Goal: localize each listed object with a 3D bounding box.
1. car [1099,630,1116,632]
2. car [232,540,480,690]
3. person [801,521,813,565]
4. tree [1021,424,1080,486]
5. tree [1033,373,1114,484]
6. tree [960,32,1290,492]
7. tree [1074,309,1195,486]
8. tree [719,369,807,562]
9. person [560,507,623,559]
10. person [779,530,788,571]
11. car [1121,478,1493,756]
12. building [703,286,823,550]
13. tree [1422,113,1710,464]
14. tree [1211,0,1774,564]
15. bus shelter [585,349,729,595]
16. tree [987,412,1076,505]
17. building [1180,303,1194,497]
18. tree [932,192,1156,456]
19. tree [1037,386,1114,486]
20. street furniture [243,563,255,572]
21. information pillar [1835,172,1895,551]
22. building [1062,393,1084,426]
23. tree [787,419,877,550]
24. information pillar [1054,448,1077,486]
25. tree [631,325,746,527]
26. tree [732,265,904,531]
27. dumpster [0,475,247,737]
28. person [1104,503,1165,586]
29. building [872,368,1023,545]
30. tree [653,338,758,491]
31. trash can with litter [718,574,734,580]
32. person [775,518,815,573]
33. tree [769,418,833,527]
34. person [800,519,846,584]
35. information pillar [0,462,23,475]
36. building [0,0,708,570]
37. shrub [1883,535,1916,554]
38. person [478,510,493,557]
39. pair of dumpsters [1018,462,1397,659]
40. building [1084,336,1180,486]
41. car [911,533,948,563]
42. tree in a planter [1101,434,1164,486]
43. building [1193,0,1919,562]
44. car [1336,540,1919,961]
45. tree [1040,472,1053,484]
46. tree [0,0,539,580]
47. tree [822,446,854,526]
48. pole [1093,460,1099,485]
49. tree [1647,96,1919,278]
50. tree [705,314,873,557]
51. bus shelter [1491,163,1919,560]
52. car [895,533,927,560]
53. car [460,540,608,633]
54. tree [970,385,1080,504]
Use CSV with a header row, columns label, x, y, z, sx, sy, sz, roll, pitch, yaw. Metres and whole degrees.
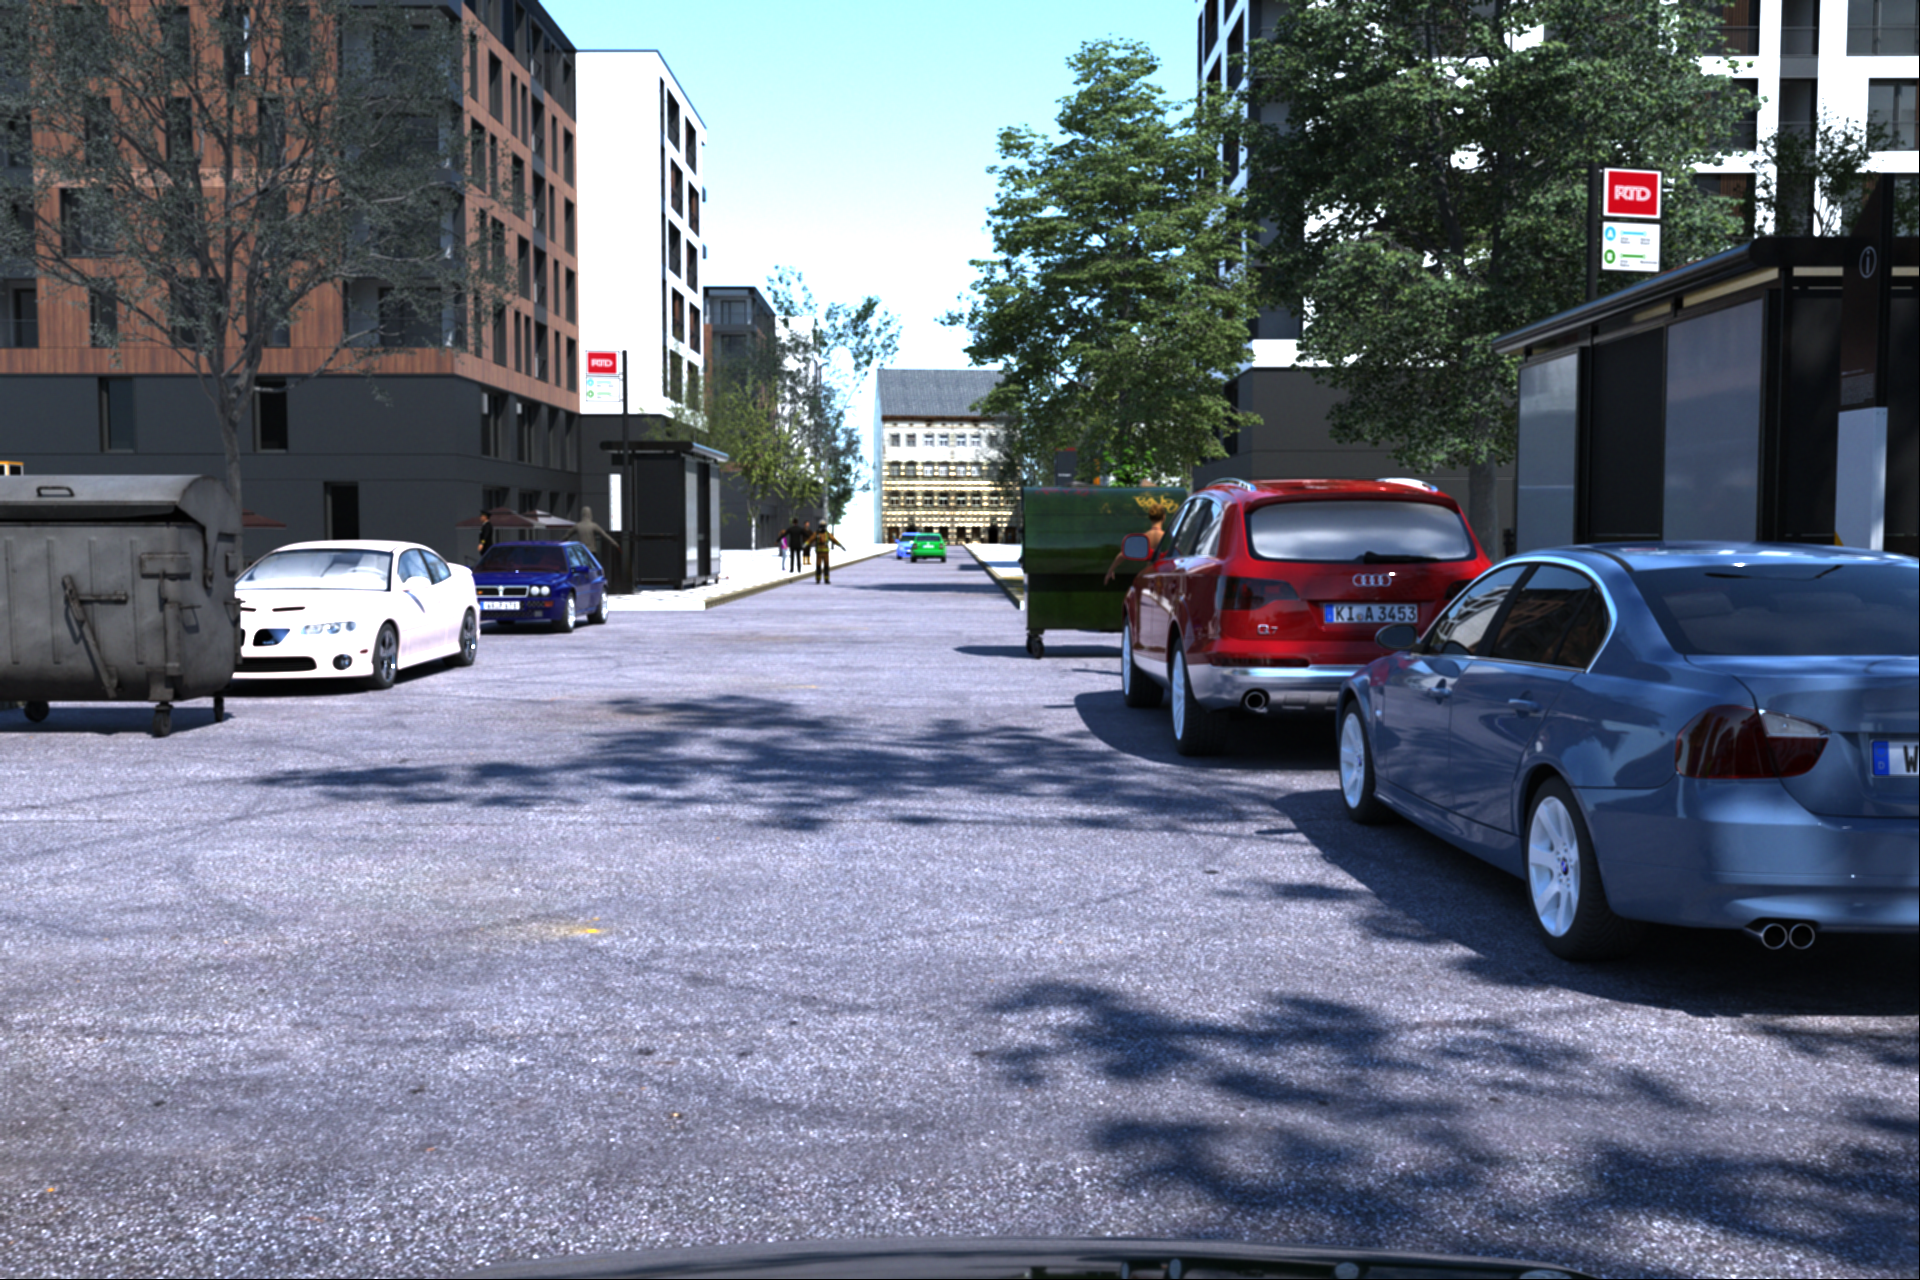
label,x,y,z,sx,sy,sz,roll,pitch,yaw
car,2.884,-0.865,26.730,1.945,1.354,3.894,0,4,0
car,-6.209,-0.309,17.421,2.083,1.381,4.827,0,4,-1
person,-6.292,-3.987,71.322,0.704,1.812,1.346,3,5,43
tree,5.697,-9.965,113.295,4.360,8.622,3.978,0,3,0
tree,5.518,-7.856,78.806,4.360,8.622,3.978,0,3,0
tree,3.790,-7.480,40.421,7.486,12.596,7.792,0,3,0
tree,5.435,-6.425,55.410,4.737,8.622,4.395,0,3,0
tree,-9.184,-7.843,78.602,4.737,8.622,4.395,0,3,0
person,-7.227,-1.680,33.595,1.348,1.813,0.705,0,4,3
person,-6.091,-3.134,60.508,0.599,1.433,0.991,0,4,-2
car,2.394,-0.248,12.736,2.281,1.827,5.304,0,4,-1
building,-27.584,-19.273,159.094,27.936,21.610,32.646,0,4,-1
tree,16.002,-7.790,45.492,7.486,12.596,7.792,0,3,0
tree,9.137,-7.521,29.622,9.857,13.997,8.962,0,3,0
bus shelter,-7.063,-3.842,40.441,2.179,5.291,8.768,0,3,0
tree,5.516,-11.457,121.734,7.601,10.594,8.767,-1,4,-18
building,24.618,-17.136,111.100,19.493,23.208,18.063,0,3,0
tree,4.174,-14.811,98.051,12.611,20.169,13.585,0,3,0
tree,6.111,-8.173,83.996,4.360,8.622,3.978,0,3,0
street furniture,-20.150,-2.139,50.592,10.072,0.657,5.734,-1,4,-15
information pillar,6.008,-1.234,11.532,0.183,3.616,0.504,0,3,0
building,21.553,-22.853,204.570,19.493,23.208,18.063,0,4,0
tree,-10.377,-12.516,139.044,8.767,10.594,7.601,1,4,12
information pillar,3.178,-3.843,52.213,0.750,3.857,0.750,0,4,-2
tree,-9.407,-6.770,61.057,4.360,8.622,3.978,0,3,0
tree,-11.172,-16.416,124.289,12.611,20.169,13.585,0,3,0
dumpster,-6.345,-0.271,12.646,1.865,1.857,1.264,0,4,0
person,1.987,-0.485,17.196,1.217,1.733,0.721,2,4,28
building,-1.968,-24.196,228.986,18.063,23.208,19.493,0,4,-6
tree,-9.507,-7.017,65.093,4.360,8.622,3.978,0,3,0
trash can with litter,-7.092,-2.357,49.602,1.678,1.210,2.233,0,4,-1
person,-5.452,-3.124,57.301,1.346,1.802,0.704,-1,4,-14
tree,-10.100,-9.601,107.338,4.737,8.622,4.395,0,3,0
person,-3.946,-2.540,49.747,1.354,1.858,0.705,-1,4,-14
information pillar,-9.782,-0.809,17.720,0.304,2.012,0.304,0,4,-1
building,-26.664,-13.904,71.301,27.936,21.610,32.646,0,3,0
shrub,27.819,-2.901,51.844,1.690,2.028,1.600,0,3,0
person,-11.013,-2.093,40.161,0.705,1.837,1.347,-1,4,-12
pair of dumpsters,2.895,-0.942,20.348,4.436,2.255,1.574,0,3,0
building,21.129,-18.168,163.504,16.747,18.905,31.486,0,4,0
car,-1.600,-4.851,88.117,1.959,1.807,4.718,0,4,-1
tree in a planter,3.013,-2.064,30.973,1.991,3.239,1.994,0,4,-1
building,22.958,-13.761,68.973,27.936,21.610,32.646,0,4,0
car,2.837,0.299,7.121,2.014,1.417,4.499,0,4,-1
tree,14.722,-19.628,227.576,9.857,13.997,8.962,0,3,0
tree,-12.338,-7.264,29.143,12.009,13.543,11.850,0,3,0
tree,-18.392,-19.523,225.862,9.857,13.997,8.962,0,3,0
pole,3.683,-3.241,46.839,0.158,3.312,0.155,0,3,0
tree,18.781,-6.234,36.344,8.767,10.594,7.601,0,4,4
tree,-10.009,-11.382,96.458,12.009,13.543,11.850,0,3,0
bus shelter,6.628,-2.380,16.541,2.179,5.291,8.768,0,4,0
car,-2.705,-5.411,98.059,1.945,1.707,3.694,0,4,-1
car,-6.493,-0.838,26.274,1.945,1.354,3.894,0,4,-1
tree,5.704,-13.781,135.683,12.009,13.543,11.850,0,3,0
